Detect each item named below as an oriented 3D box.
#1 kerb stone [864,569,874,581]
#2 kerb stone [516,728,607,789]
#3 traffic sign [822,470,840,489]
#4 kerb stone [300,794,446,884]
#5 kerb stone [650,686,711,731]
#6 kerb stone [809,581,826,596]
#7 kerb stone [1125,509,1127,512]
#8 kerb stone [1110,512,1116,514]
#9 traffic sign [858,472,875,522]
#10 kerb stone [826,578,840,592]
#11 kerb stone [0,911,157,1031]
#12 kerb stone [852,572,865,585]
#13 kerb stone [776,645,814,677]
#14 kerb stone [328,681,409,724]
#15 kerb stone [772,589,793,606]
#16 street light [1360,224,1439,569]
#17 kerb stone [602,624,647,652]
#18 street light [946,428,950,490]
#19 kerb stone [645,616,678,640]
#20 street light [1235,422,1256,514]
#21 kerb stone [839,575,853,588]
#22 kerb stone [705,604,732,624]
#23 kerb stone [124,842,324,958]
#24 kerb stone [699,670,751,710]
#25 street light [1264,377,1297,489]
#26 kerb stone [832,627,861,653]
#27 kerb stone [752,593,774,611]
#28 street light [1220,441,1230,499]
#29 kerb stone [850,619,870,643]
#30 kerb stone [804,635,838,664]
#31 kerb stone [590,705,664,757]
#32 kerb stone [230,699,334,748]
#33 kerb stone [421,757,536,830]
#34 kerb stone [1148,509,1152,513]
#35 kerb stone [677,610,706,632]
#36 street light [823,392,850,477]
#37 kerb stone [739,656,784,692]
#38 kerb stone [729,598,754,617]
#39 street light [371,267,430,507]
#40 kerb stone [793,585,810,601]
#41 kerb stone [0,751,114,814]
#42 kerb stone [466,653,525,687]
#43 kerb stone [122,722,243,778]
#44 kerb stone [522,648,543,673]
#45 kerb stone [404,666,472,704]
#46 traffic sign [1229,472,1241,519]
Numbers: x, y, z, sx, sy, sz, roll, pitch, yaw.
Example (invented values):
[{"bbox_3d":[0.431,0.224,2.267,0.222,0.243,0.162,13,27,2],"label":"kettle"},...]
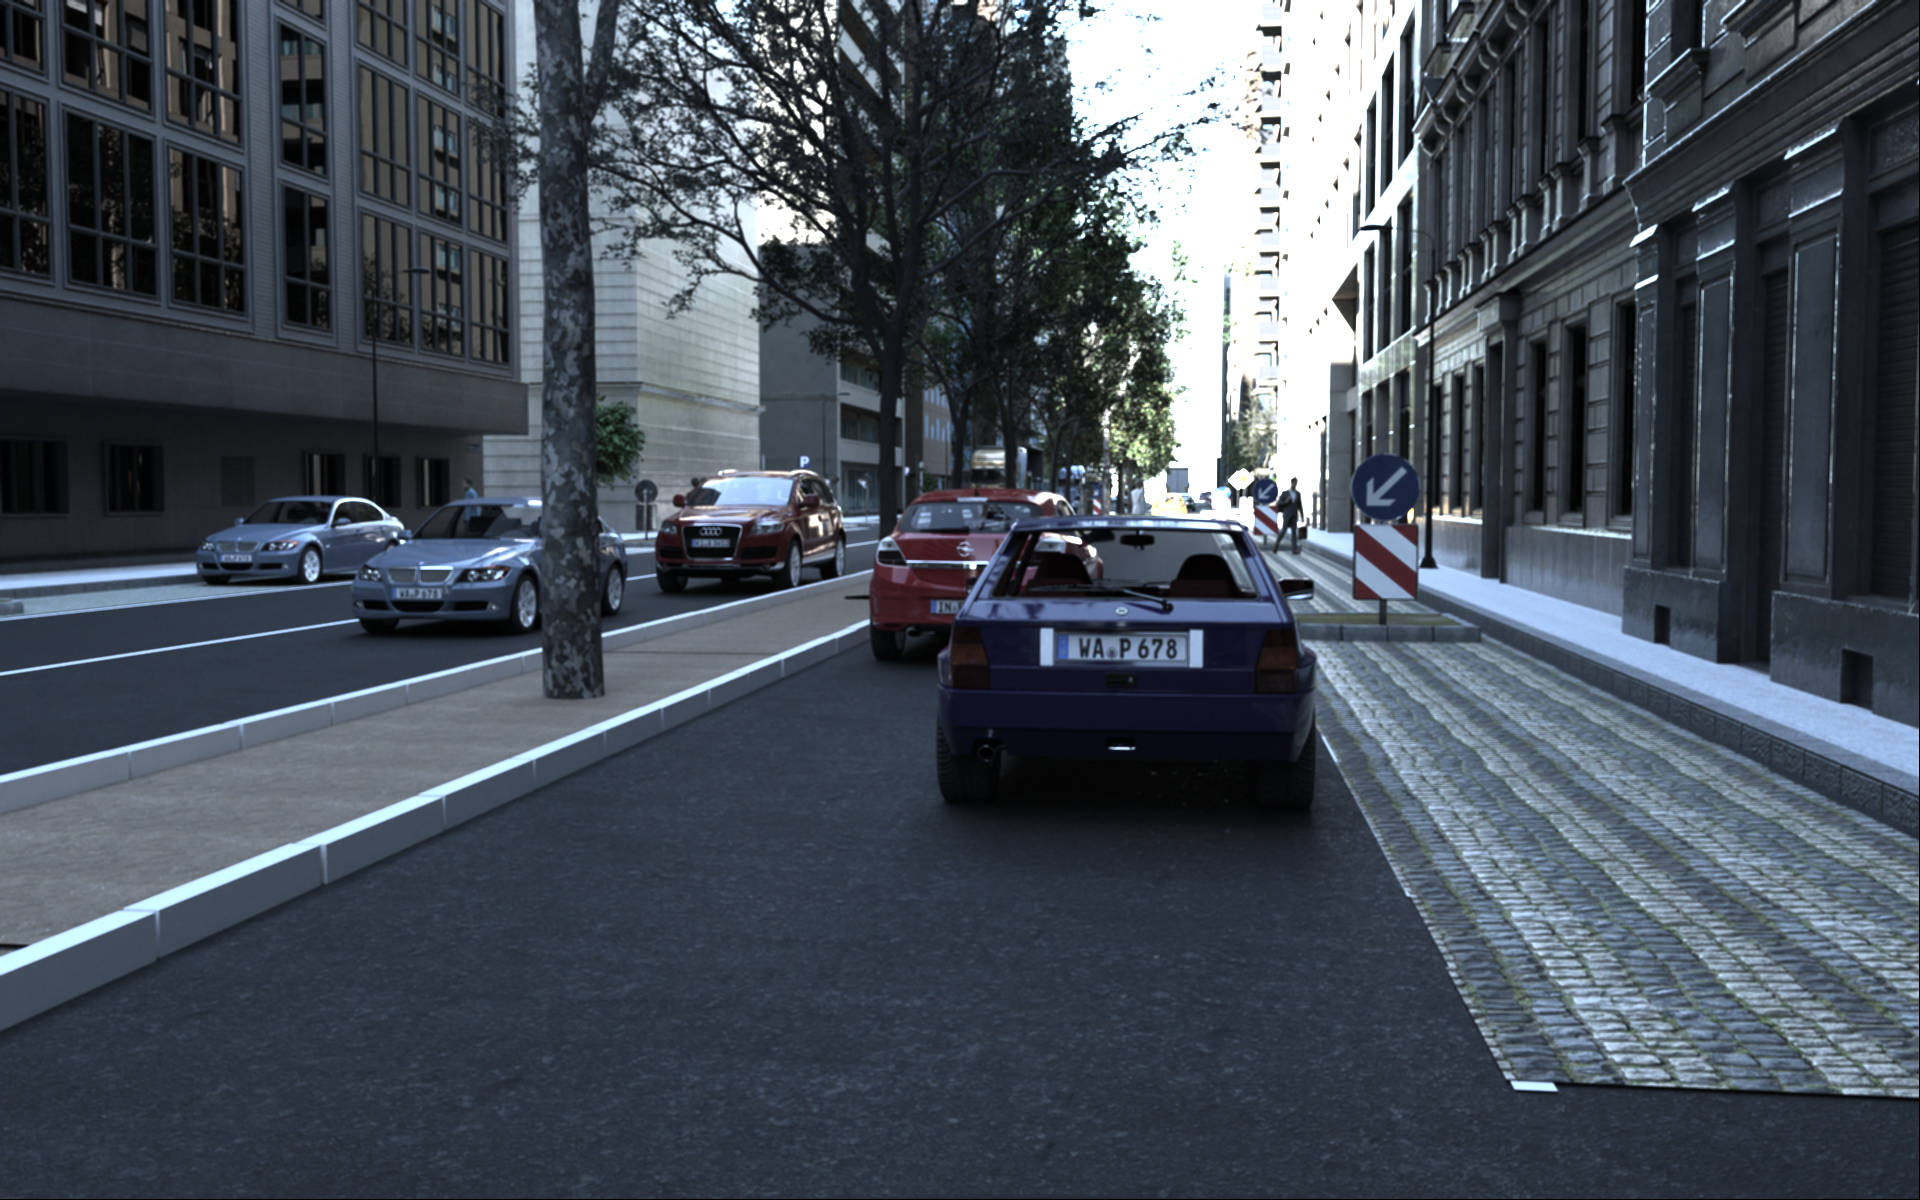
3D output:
[{"bbox_3d":[-1.561,-0.385,28.490,0.120,0.150,1.000,0,4,8],"label":"kerb stone"},{"bbox_3d":[-2.052,0.813,8.898,0.120,0.150,1.000,0,4,8],"label":"kerb stone"},{"bbox_3d":[-5.338,-4.141,71.355,0.795,2.450,0.064,0,4,8],"label":"traffic sign"},{"bbox_3d":[-2.319,0.940,6.862,0.120,0.150,1.000,0,4,8],"label":"kerb stone"},{"bbox_3d":[-1.783,0.691,10.938,0.120,0.150,1.000,0,4,8],"label":"kerb stone"},{"bbox_3d":[-2.093,-0.137,24.429,0.120,0.150,1.000,0,4,8],"label":"kerb stone"},{"bbox_3d":[14.506,-7.752,148.932,0.120,0.150,1.000,0,4,8],"label":"kerb stone"},{"bbox_3d":[10.712,-6.012,120.490,0.120,0.150,1.000,0,4,8],"label":"kerb stone"},{"bbox_3d":[-4.283,-4.626,79.271,0.795,2.450,0.064,0,4,8],"label":"traffic sign"},{"bbox_3d":[-1.960,-0.199,25.445,0.120,0.150,1.000,0,4,8],"label":"kerb stone"},{"bbox_3d":[-2.592,1.062,4.827,0.120,0.150,1.000,0,4,8],"label":"kerb stone"},{"bbox_3d":[-1.696,-0.318,27.477,0.120,0.150,1.000,0,4,8],"label":"kerb stone"},{"bbox_3d":[-1.369,0.501,14.003,0.120,0.150,1.000,0,4,8],"label":"kerb stone"},{"bbox_3d":[-3.861,0.673,11.199,0.120,0.150,1.000,0,4,8],"label":"kerb stone"},{"bbox_3d":[-2.368,-0.012,22.388,0.120,0.150,1.000,0,4,8],"label":"kerb stone"},{"bbox_3d":[7.568,-3.506,29.872,1.470,5.913,1.316,0,4,8],"label":"street light"},{"bbox_3d":[-3.182,0.364,16.293,0.120,0.150,1.000,0,4,8],"label":"kerb stone"},{"bbox_3d":[-0.377,-8.934,118.611,1.470,5.913,1.316,0,4,8],"label":"street light"},{"bbox_3d":[-3.045,0.299,17.311,0.120,0.150,1.000,0,4,8],"label":"kerb stone"},{"bbox_3d":[18.515,-8.524,111.903,1.470,5.913,1.316,0,4,8],"label":"street light"},{"bbox_3d":[-1.823,-0.261,26.462,0.120,0.150,1.000,0,4,8],"label":"kerb stone"},{"bbox_3d":[-2.768,0.178,19.348,0.120,0.150,1.000,0,4,8],"label":"kerb stone"},{"bbox_3d":[-2.463,1.000,5.848,0.120,0.150,1.000,0,4,8],"label":"kerb stone"},{"bbox_3d":[-1.648,0.628,11.966,0.120,0.150,1.000,0,4,8],"label":"kerb stone"},{"bbox_3d":[12.781,-5.892,68.878,1.470,5.913,1.316,0,4,8],"label":"street light"},{"bbox_3d":[-1.095,0.383,16.032,0.120,0.150,1.000,0,4,8],"label":"kerb stone"},{"bbox_3d":[-2.509,0.053,21.376,0.120,0.150,1.000,0,4,8],"label":"kerb stone"},{"bbox_3d":[23.703,-10.934,151.305,1.470,5.913,1.316,0,4,8],"label":"street light"},{"bbox_3d":[-0.966,0.315,17.049,0.120,0.150,1.000,0,4,8],"label":"kerb stone"},{"bbox_3d":[-1.236,0.439,15.018,0.120,0.150,1.000,0,4,8],"label":"kerb stone"},{"bbox_3d":[-1.920,0.751,9.918,0.120,0.150,1.000,0,4,8],"label":"kerb stone"},{"bbox_3d":[-4.000,0.735,10.186,0.120,0.150,1.000,0,4,8],"label":"kerb stone"},{"bbox_3d":[-2.187,0.875,7.882,0.120,0.150,1.000,0,4,8],"label":"kerb stone"},{"bbox_3d":[15.776,-7.362,142.571,0.120,0.150,1.000,0,4,8],"label":"kerb stone"},{"bbox_3d":[-2.913,0.237,18.327,0.120,0.150,1.000,0,4,8],"label":"kerb stone"},{"bbox_3d":[-5.696,-6.531,79.326,1.470,5.913,1.316,0,4,8],"label":"street light"},{"bbox_3d":[-1.513,0.564,12.979,0.120,0.150,1.000,0,4,8],"label":"kerb stone"},{"bbox_3d":[-2.639,0.112,20.362,0.120,0.150,1.000,0,4,8],"label":"kerb stone"},{"bbox_3d":[-11.543,-3.863,35.709,1.470,5.913,1.316,0,4,8],"label":"street light"},{"bbox_3d":[-2.237,-0.071,23.416,0.120,0.150,1.000,0,4,8],"label":"kerb stone"},{"bbox_3d":[-4.269,0.859,8.149,0.120,0.150,1.000,0,4,8],"label":"kerb stone"},{"bbox_3d":[-3.596,0.548,13.237,0.120,0.150,1.000,0,4,8],"label":"kerb stone"},{"bbox_3d":[-4.139,0.799,9.163,0.120,0.150,1.000,0,4,8],"label":"kerb stone"},{"bbox_3d":[-3.454,0.486,14.252,0.120,0.150,1.000,0,4,8],"label":"kerb stone"},{"bbox_3d":[-3.724,0.610,12.219,0.120,0.150,1.000,0,4,8],"label":"kerb stone"},{"bbox_3d":[12.362,-4.489,77.039,0.795,2.450,0.064,0,4,8],"label":"traffic sign"}]
